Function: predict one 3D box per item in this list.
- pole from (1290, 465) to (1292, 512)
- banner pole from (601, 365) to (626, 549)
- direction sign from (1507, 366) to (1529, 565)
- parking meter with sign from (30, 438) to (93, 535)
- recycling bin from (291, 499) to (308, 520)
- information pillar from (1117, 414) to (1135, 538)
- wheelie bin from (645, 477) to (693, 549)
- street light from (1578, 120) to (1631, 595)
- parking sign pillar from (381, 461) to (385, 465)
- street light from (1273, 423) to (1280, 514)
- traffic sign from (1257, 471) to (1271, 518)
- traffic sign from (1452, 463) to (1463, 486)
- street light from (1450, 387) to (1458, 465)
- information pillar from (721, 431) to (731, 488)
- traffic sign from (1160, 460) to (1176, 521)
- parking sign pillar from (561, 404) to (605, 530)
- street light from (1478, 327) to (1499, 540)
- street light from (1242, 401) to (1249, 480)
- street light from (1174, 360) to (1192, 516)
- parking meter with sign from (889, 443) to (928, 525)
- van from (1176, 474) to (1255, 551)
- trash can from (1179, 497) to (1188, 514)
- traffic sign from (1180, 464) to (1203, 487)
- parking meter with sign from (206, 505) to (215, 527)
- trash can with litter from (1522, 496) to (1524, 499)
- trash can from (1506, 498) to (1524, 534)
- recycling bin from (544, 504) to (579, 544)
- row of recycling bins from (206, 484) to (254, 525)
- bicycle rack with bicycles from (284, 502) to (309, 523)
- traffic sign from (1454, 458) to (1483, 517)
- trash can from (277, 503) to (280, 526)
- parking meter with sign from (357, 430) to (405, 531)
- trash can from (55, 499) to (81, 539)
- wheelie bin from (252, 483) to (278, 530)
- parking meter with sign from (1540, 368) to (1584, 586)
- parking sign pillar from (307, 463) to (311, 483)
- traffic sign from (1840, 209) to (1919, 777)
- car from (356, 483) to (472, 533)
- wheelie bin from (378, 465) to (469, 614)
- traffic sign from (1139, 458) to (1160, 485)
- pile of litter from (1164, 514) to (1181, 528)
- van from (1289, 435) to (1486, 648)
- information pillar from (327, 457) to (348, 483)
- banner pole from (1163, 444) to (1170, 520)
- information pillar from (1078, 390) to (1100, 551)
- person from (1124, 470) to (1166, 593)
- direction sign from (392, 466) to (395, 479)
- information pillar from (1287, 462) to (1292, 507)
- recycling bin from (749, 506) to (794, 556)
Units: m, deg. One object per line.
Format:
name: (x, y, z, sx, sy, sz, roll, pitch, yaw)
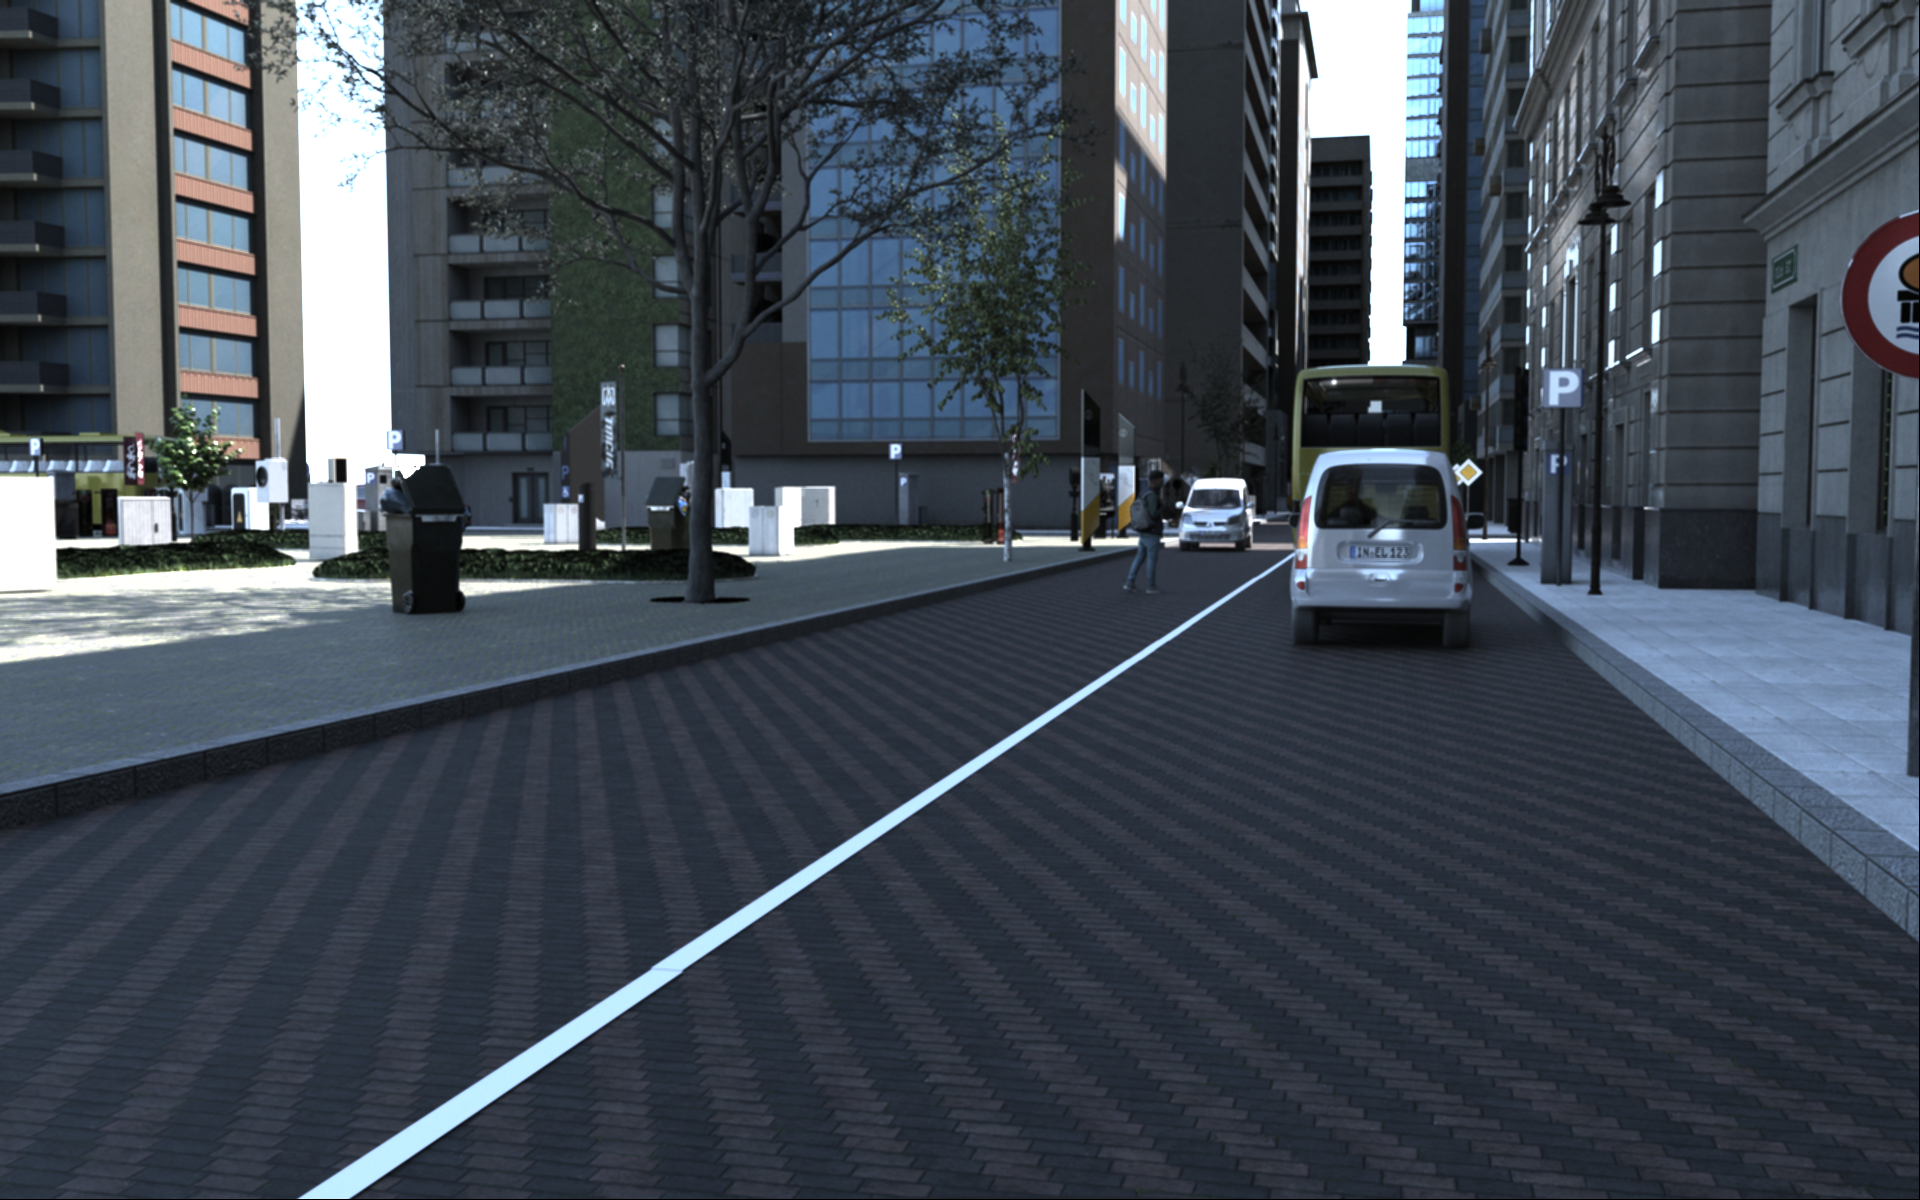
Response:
pole: (23.308, -7.813, 121.580, 0.158, 3.312, 0.155, 0, 3, 0)
banner pole: (-6.718, -2.673, 33.718, 0.863, 3.779, 0.401, 3, 4, 39)
direction sign: (10.084, -2.396, 31.172, 0.379, 3.537, 0.876, 2, 4, 32)
parking meter with sign: (-28.330, -3.572, 54.668, 0.543, 3.016, 1.738, 2, 4, 28)
recycling bin: (-32.881, -4.523, 86.498, 0.722, 1.027, 0.722, 1, 4, 16)
information pillar: (4.841, -3.617, 50.489, 0.504, 3.616, 0.183, 1, 4, 21)
wheelie bin: (-5.279, -1.440, 31.446, 0.980, 1.594, 0.693, 2, 4, 25)
street light: (8.106, -3.006, 21.931, 0.468, 5.910, 1.993, 1, 4, 14)
parking sign pillar: (-47.794, -9.473, 143.358, 1.447, 3.967, 1.447, -3, 5, -42)
street light: (20.481, -8.531, 112.262, 0.468, 5.910, 1.993, 1, 4, 14)
traffic sign: (16.608, -5.789, 94.755, 0.768, 2.556, 0.104, 1, 4, 21)
traffic sign: (16.149, -3.224, 56.349, 0.795, 2.450, 0.064, 1, 4, 14)
street light: (21.340, -6.267, 75.252, 0.468, 5.910, 1.993, 1, 4, 14)
information pillar: (-8.630, -4.440, 63.941, 0.504, 3.616, 0.183, 3, 5, 44)
traffic sign: (5.905, -2.875, 50.650, 0.795, 2.450, 0.064, 1, 4, 14)
parking sign pillar: (-11.223, -3.856, 51.519, 1.447, 3.967, 1.447, 3, 4, 39)
street light: (14.628, -4.606, 48.091, 0.468, 5.910, 1.993, 1, 4, 14)
street light: (14.095, -6.929, 86.069, 0.468, 5.910, 1.993, 1, 4, 14)
street light: (7.697, -5.327, 59.878, 0.468, 5.910, 1.993, 1, 4, 14)
parking meter with sign: (-1.755, -3.925, 60.432, 0.543, 3.016, 1.738, 2, 4, 32)
van: (6.658, -2.315, 44.855, 2.013, 2.044, 4.112, 1, 4, 13)
trash can: (11.144, -4.508, 85.363, 0.748, 1.137, 0.748, 0, 3, 0)
traffic sign: (7.806, -3.350, 58.407, 0.795, 2.450, 0.064, 1, 4, 14)
parking meter with sign: (-29.764, -4.326, 66.986, 1.738, 3.016, 0.543, 0, 4, 2)
trash can with litter: (29.944, -4.921, 91.518, 2.233, 1.210, 1.678, -1, 4, -21)
trash can: (18.155, -2.735, 56.365, 0.748, 1.137, 0.748, 0, 3, 0)
recycling bin: (-10.250, -1.960, 44.593, 0.722, 1.027, 0.722, -3, 4, -36)
row of recycling bins: (-30.302, -3.926, 71.300, 3.534, 1.692, 1.069, 0, 4, 4)
bicycle rack with bicycles: (-29.120, -3.947, 77.910, 2.925, 0.926, 2.852, 1, 4, 15)
traffic sign: (14.249, -2.749, 48.592, 0.795, 2.450, 0.064, 1, 4, 14)
trash can: (-27.885, -3.584, 70.245, 0.748, 1.137, 0.748, 0, 3, 0)
parking meter with sign: (-15.622, -3.069, 46.444, 0.543, 3.016, 1.738, 1, 4, 18)
trash can: (-25.405, -2.300, 49.262, 0.748, 1.137, 0.748, 0, 3, 0)
wheelie bin: (-20.137, -2.584, 50.151, 0.693, 1.594, 0.980, 2, 4, 27)
parking meter with sign: (8.616, -1.752, 24.903, 0.543, 3.016, 1.738, 1, 4, 17)
parking sign pillar: (-39.647, -7.093, 104.439, 1.447, 3.967, 1.447, 1, 4, 9)
traffic sign: (4.356, -0.471, 7.806, 0.768, 2.556, 0.104, 1, 4, 18)
car: (-19.365, -3.120, 59.687, 5.304, 1.827, 2.281, 1, 4, 15)
wheelie bin: (-5.837, -0.664, 18.764, 0.693, 1.594, 0.980, 3, 5, 42)
traffic sign: (5.376, -2.884, 49.288, 0.606, 2.300, 0.079, 1, 4, 20)
pile of litter: (8.497, -3.204, 66.356, 1.719, 0.858, 1.176, -1, 4, -13)
van: (4.331, -0.652, 17.677, 2.013, 2.044, 4.112, 1, 4, 15)
information pillar: (-12.412, -1.841, 34.584, 0.304, 2.012, 0.304, 3, 5, 44)
banner pole: (10.278, -5.872, 86.024, 0.401, 3.779, 0.863, 0, 4, 0)
information pillar: (2.932, -2.916, 39.025, 0.504, 3.616, 0.183, -2, 4, -33)
person: (2.746, -0.993, 25.086, 0.721, 1.781, 0.623, -2, 4, -28)
direction sign: (-45.326, -8.981, 138.836, 0.876, 3.537, 0.379, -1, 4, -16)
information pillar: (23.388, -8.027, 122.603, 0.183, 3.616, 0.504, -3, 4, -38)
recycling bin: (-3.925, -1.436, 36.038, 0.722, 1.027, 0.722, 1, 4, 22)
